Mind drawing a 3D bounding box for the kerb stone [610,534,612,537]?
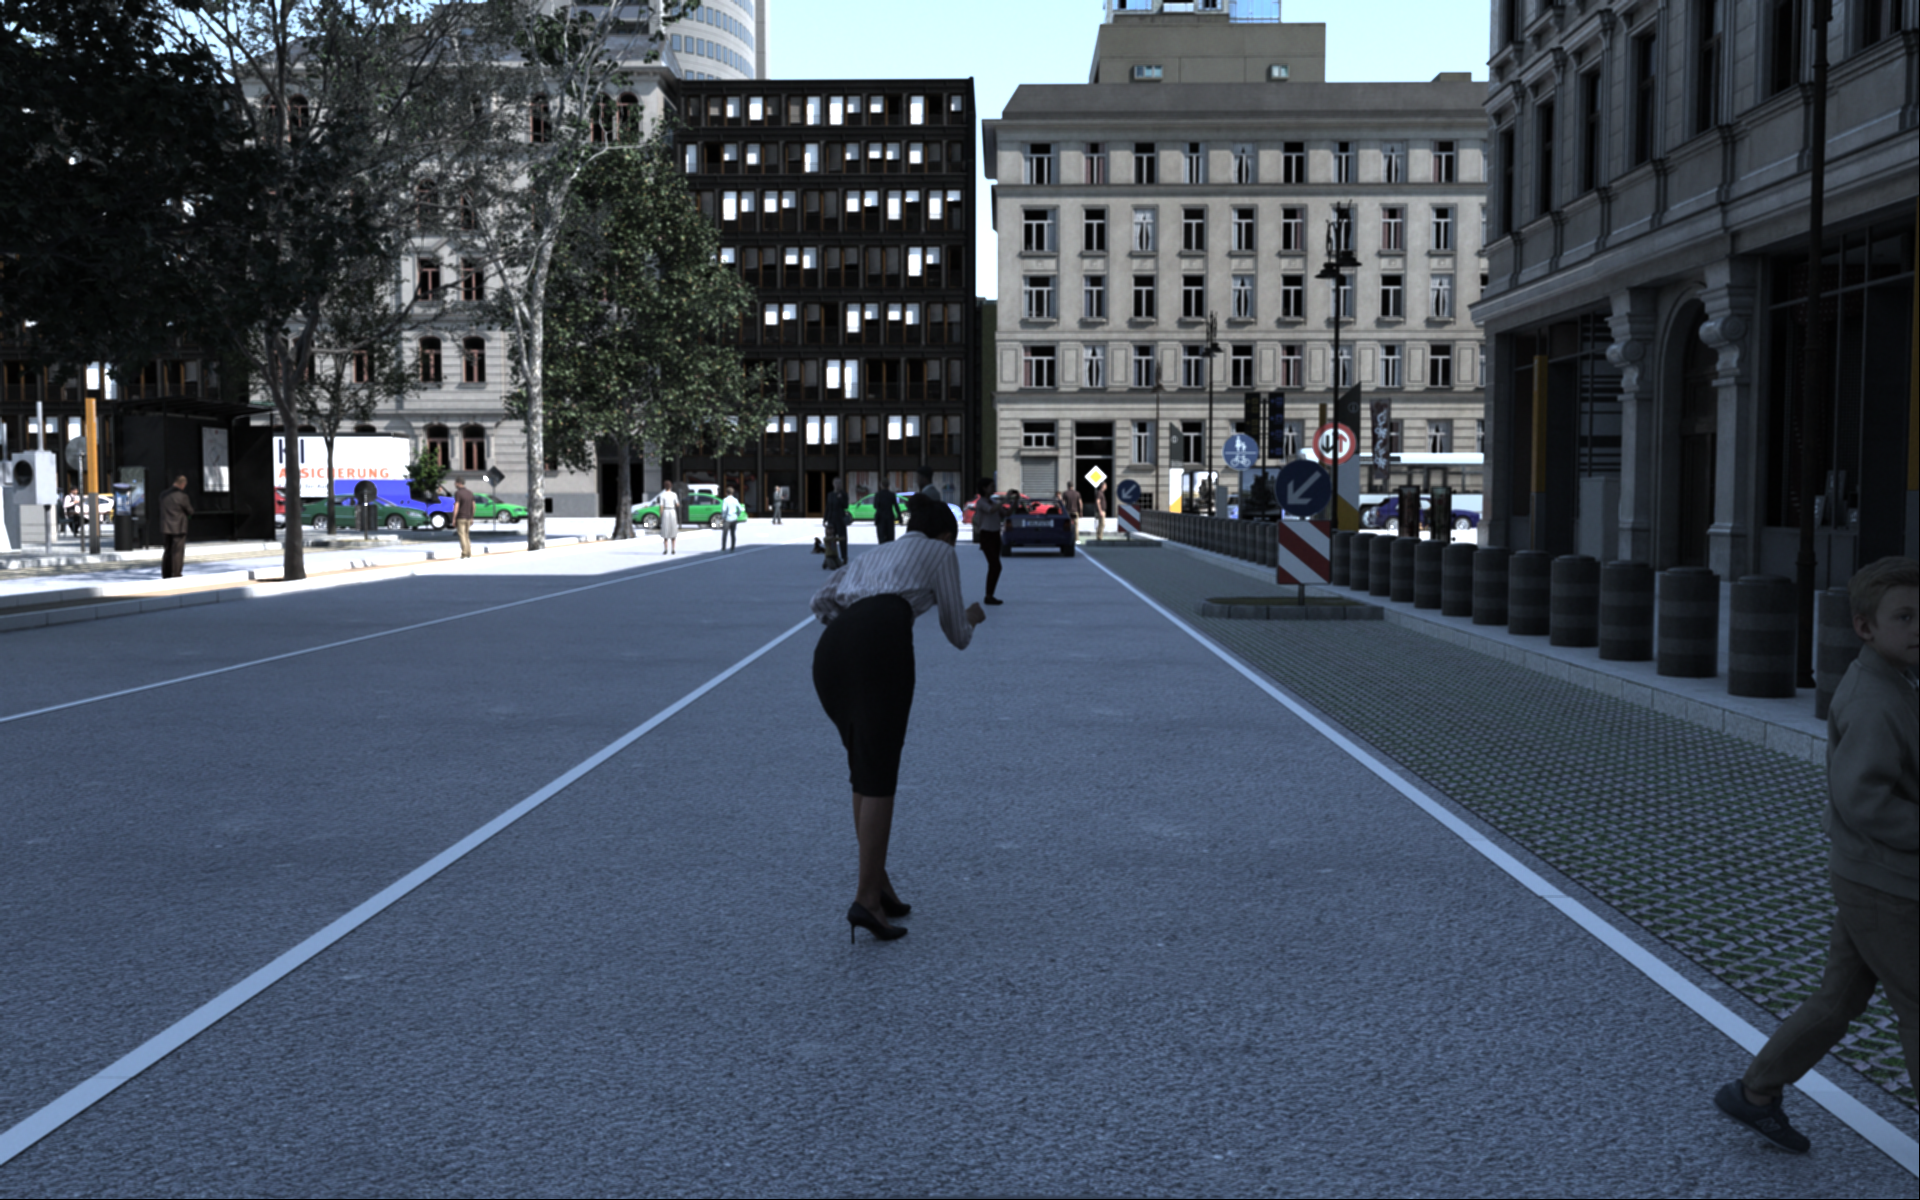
[{"bbox_3d":[-11.243,-2.035,55.470,0.120,0.150,1.000,0,4,1],"label":"kerb stone"}]

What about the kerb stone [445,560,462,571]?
[{"bbox_3d":[-9.678,-0.646,32.752,0.120,0.150,1.000,0,4,1],"label":"kerb stone"}]

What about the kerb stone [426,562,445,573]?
[{"bbox_3d":[-9.706,-0.583,31.726,0.120,0.150,1.000,0,4,1],"label":"kerb stone"}]

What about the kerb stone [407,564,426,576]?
[{"bbox_3d":[-9.729,-0.516,30.701,0.120,0.150,1.000,0,4,1],"label":"kerb stone"}]

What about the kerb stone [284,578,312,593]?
[{"bbox_3d":[-9.854,-0.196,25.559,0.120,0.150,1.000,0,4,1],"label":"kerb stone"}]

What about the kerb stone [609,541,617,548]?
[{"bbox_3d":[-9.365,-1.463,46.126,0.120,0.150,1.000,0,4,1],"label":"kerb stone"}]

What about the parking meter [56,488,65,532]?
[{"bbox_3d":[-30.158,-3.030,57.950,0.372,1.533,0.369,0,3,0],"label":"parking meter"}]

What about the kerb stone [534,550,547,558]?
[{"bbox_3d":[-9.533,-1.020,38.917,0.120,0.150,1.000,0,4,1],"label":"kerb stone"}]

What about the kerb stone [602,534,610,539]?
[{"bbox_3d":[-11.270,-1.972,54.439,0.120,0.150,1.000,0,4,1],"label":"kerb stone"}]

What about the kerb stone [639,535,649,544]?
[{"bbox_3d":[-9.267,-1.715,50.234,0.120,0.150,1.000,0,4,1],"label":"kerb stone"}]

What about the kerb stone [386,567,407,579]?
[{"bbox_3d":[-9.754,-0.458,29.676,0.120,0.150,1.000,0,4,1],"label":"kerb stone"}]

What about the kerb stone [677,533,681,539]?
[{"bbox_3d":[-9.141,-2.028,55.376,0.120,0.150,1.000,0,4,1],"label":"kerb stone"}]

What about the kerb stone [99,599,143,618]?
[{"bbox_3d":[-9.977,0.110,20.425,0.120,0.150,1.000,0,4,1],"label":"kerb stone"}]

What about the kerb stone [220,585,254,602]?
[{"bbox_3d":[-9.897,-0.080,23.507,0.120,0.150,1.000,0,4,1],"label":"kerb stone"}]

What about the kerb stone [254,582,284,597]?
[{"bbox_3d":[-9.873,-0.142,24.532,0.120,0.150,1.000,0,4,1],"label":"kerb stone"}]

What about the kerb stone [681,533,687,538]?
[{"bbox_3d":[-9.116,-2.092,56.411,0.120,0.150,1.000,0,4,1],"label":"kerb stone"}]

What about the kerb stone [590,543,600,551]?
[{"bbox_3d":[-9.405,-1.337,44.063,0.120,0.150,1.000,0,4,1],"label":"kerb stone"}]

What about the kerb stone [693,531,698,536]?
[{"bbox_3d":[-9.064,-2.218,58.461,0.120,0.150,1.000,0,4,1],"label":"kerb stone"}]

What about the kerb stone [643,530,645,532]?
[{"bbox_3d":[-11.115,-2.350,60.615,0.120,0.150,1.000,0,4,1],"label":"kerb stone"}]

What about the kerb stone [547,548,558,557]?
[{"bbox_3d":[-9.514,-1.084,39.942,0.120,0.150,1.000,0,4,1],"label":"kerb stone"}]

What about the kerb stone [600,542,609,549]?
[{"bbox_3d":[-9.388,-1.401,45.094,0.120,0.150,1.000,0,4,1],"label":"kerb stone"}]

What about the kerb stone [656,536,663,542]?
[{"bbox_3d":[-9.213,-1.841,52.293,0.120,0.150,1.000,0,4,1],"label":"kerb stone"}]

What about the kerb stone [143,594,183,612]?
[{"bbox_3d":[-9.951,0.048,21.450,0.120,0.150,1.000,0,4,1],"label":"kerb stone"}]

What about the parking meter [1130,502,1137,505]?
[{"bbox_3d":[8.962,-4.981,89.848,0.372,1.533,0.369,0,3,0],"label":"parking meter"}]

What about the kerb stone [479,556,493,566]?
[{"bbox_3d":[-9.632,-0.771,34.802,0.120,0.150,1.000,0,4,1],"label":"kerb stone"}]

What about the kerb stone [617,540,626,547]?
[{"bbox_3d":[-9.333,-1.525,47.151,0.120,0.150,1.000,0,4,1],"label":"kerb stone"}]

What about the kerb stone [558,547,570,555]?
[{"bbox_3d":[-9.480,-1.149,40.975,0.120,0.150,1.000,0,4,1],"label":"kerb stone"}]

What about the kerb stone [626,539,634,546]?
[{"bbox_3d":[-9.313,-1.589,48.176,0.120,0.150,1.000,0,4,1],"label":"kerb stone"}]

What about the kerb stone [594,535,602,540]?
[{"bbox_3d":[-11.290,-1.907,53.409,0.120,0.150,1.000,0,4,1],"label":"kerb stone"}]

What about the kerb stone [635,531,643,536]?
[{"bbox_3d":[-11.147,-2.286,59.578,0.120,0.150,1.000,0,4,1],"label":"kerb stone"}]

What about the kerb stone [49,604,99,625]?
[{"bbox_3d":[-9.997,0.171,19.395,0.120,0.150,1.000,0,4,1],"label":"kerb stone"}]

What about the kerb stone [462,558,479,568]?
[{"bbox_3d":[-9.649,-0.708,33.777,0.120,0.150,1.000,0,4,1],"label":"kerb stone"}]

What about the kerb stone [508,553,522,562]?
[{"bbox_3d":[-9.580,-0.896,36.859,0.120,0.150,1.000,0,4,1],"label":"kerb stone"}]

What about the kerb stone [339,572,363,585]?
[{"bbox_3d":[-9.811,-0.331,27.615,0.120,0.150,1.000,0,4,1],"label":"kerb stone"}]

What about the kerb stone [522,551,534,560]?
[{"bbox_3d":[-9.559,-0.960,37.884,0.120,0.150,1.000,0,4,1],"label":"kerb stone"}]

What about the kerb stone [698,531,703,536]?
[{"bbox_3d":[-9.045,-2.281,59.492,0.120,0.150,1.000,0,4,1],"label":"kerb stone"}]

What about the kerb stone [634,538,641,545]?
[{"bbox_3d":[-9.294,-1.652,49.204,0.120,0.150,1.000,0,4,1],"label":"kerb stone"}]

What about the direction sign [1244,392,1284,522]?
[{"bbox_3d":[6.782,-2.855,38.675,0.876,3.537,0.379,1,4,19],"label":"direction sign"}]

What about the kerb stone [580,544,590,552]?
[{"bbox_3d":[-9.437,-1.274,43.031,0.120,0.150,1.000,0,4,1],"label":"kerb stone"}]

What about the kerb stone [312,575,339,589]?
[{"bbox_3d":[-9.825,-0.268,26.583,0.120,0.150,1.000,0,4,1],"label":"kerb stone"}]

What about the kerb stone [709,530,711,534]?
[{"bbox_3d":[-8.992,-2.407,61.557,0.120,0.150,1.000,0,4,1],"label":"kerb stone"}]

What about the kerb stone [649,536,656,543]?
[{"bbox_3d":[-9.242,-1.778,51.259,0.120,0.150,1.000,0,4,1],"label":"kerb stone"}]

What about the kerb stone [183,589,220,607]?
[{"bbox_3d":[-9.928,-0.017,22.475,0.120,0.150,1.000,0,4,1],"label":"kerb stone"}]

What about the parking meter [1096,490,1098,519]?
[{"bbox_3d":[7.115,-4.877,88.155,0.372,1.533,0.369,0,3,0],"label":"parking meter"}]

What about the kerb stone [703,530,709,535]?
[{"bbox_3d":[-9.009,-2.344,60.529,0.120,0.150,1.000,0,4,1],"label":"kerb stone"}]

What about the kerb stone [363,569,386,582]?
[{"bbox_3d":[-9.775,-0.394,28.639,0.120,0.150,1.000,0,4,1],"label":"kerb stone"}]

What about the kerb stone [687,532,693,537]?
[{"bbox_3d":[-9.098,-2.152,57.437,0.120,0.150,1.000,0,4,1],"label":"kerb stone"}]

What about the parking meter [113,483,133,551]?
[{"bbox_3d":[-18.892,-1.876,39.081,0.372,1.533,0.369,0,3,0],"label":"parking meter"}]

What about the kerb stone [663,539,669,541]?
[{"bbox_3d":[-9.186,-1.904,53.323,0.120,0.150,1.000,0,4,1],"label":"kerb stone"}]

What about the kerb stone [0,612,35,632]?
[{"bbox_3d":[-10.024,0.234,18.371,0.120,0.150,1.000,0,4,1],"label":"kerb stone"}]

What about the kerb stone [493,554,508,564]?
[{"bbox_3d":[-9.608,-0.834,35.827,0.120,0.150,1.000,0,4,1],"label":"kerb stone"}]

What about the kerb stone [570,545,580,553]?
[{"bbox_3d":[-9.468,-1.207,42.003,0.120,0.150,1.000,0,4,1],"label":"kerb stone"}]
